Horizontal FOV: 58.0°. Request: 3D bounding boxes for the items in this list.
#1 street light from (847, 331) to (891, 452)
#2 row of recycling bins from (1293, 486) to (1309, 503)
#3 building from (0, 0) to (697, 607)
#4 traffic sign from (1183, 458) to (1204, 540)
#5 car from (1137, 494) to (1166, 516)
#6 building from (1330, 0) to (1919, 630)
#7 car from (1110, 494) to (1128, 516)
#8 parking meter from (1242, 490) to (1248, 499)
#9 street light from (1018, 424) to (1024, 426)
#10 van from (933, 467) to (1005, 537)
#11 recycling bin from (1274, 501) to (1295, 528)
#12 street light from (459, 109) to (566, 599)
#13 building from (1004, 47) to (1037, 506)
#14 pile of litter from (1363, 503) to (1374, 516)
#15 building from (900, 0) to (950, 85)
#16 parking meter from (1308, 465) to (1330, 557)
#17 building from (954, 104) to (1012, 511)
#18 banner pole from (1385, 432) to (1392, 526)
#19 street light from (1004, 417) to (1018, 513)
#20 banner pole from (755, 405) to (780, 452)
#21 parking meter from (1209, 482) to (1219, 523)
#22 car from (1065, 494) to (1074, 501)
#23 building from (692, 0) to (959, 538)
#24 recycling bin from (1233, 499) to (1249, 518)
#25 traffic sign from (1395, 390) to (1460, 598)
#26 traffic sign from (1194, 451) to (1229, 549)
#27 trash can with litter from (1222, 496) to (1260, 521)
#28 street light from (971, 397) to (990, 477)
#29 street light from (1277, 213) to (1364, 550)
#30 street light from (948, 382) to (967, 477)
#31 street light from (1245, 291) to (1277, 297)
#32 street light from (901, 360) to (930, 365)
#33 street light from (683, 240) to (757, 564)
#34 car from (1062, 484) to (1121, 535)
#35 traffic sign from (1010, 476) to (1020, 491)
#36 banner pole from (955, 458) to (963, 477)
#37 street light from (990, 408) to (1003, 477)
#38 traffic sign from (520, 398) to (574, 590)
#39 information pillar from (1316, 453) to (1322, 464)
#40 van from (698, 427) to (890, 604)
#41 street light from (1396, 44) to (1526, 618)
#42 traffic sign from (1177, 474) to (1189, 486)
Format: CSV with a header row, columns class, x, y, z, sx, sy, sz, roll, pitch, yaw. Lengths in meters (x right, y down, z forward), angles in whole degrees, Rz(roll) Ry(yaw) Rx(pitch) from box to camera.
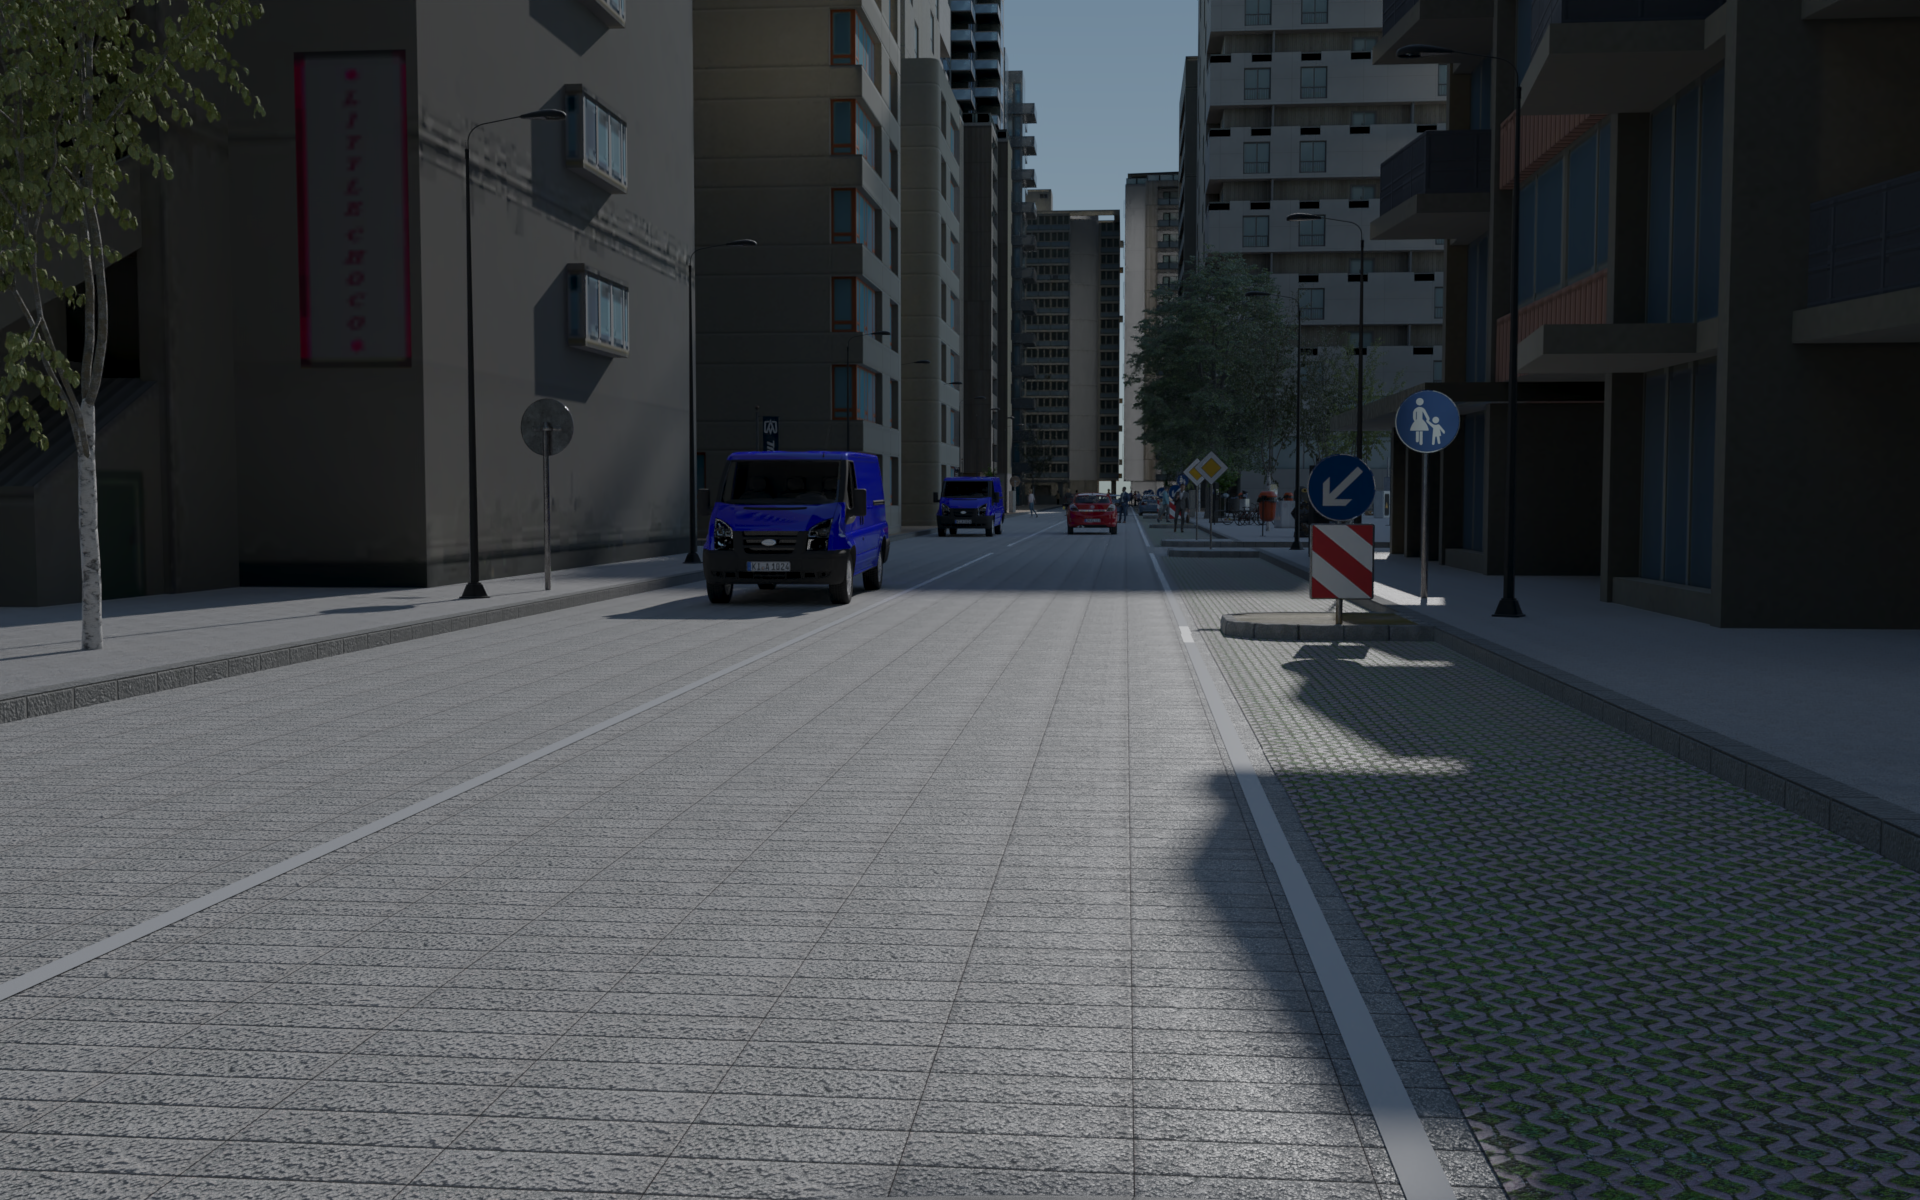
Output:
class,x,y,z,sx,sy,sz,roll,pitch,yaw
street light,-2.663,-4.706,49.488,1.470,5.913,1.316,0,4,5
row of recycling bins,19.243,-5.112,90.692,3.534,1.692,1.069,1,4,16
building,-17.306,-24.695,27.462,21.600,48.544,21.300,0,4,5
traffic sign,6.576,-2.719,48.091,0.795,2.450,0.064,0,4,5
car,12.723,-6.288,114.813,2.014,1.417,4.499,0,4,5
building,17.637,-22.503,22.553,22.147,44.769,28.867,0,4,5
car,10.286,-6.318,115.298,2.014,1.417,4.499,0,4,6
parking meter,18.050,-6.192,109.654,0.372,1.533,0.369,0,3,0
street light,3.545,-8.713,114.994,1.470,5.913,1.316,0,4,5
van,0.381,-3.396,59.902,2.240,2.365,5.245,0,4,6
recycling bin,12.295,-3.223,65.252,0.722,1.027,0.722,-1,4,-11
street light,-5.446,-2.971,21.121,1.470,5.913,1.316,0,4,5
building,-7.165,-34.740,187.607,30.456,49.044,23.786,0,4,5
pile of litter,24.574,-5.465,103.311,1.719,0.858,1.176,-3,4,-39
building,-14.996,-31.559,105.221,28.713,52.752,27.495,0,4,5
parking meter,7.328,-1.808,35.276,0.399,1.863,0.255,-1,4,-19
building,-3.511,-22.034,131.962,14.160,30.474,14.107,0,4,5
banner pole,17.476,-4.897,70.077,0.401,3.779,0.863,0,4,5
street light,2.569,-8.054,104.223,1.470,5.913,1.316,0,4,5
banner pole,-5.489,-3.600,48.878,0.863,3.779,0.401,-1,4,-19
parking meter,11.238,-4.335,76.591,0.399,1.863,0.255,3,5,45
car,11.351,-9.907,171.013,2.155,1.783,4.494,0,4,4
building,-15.164,-13.439,64.770,27.650,21.520,28.899,0,4,5
recycling bin,15.022,-4.895,92.595,0.722,1.027,0.722,2,4,28
traffic sign,5.727,-1.295,21.284,0.768,2.556,0.104,1,4,12
traffic sign,5.817,-2.232,40.142,0.795,2.450,0.064,0,4,5
trash can with litter,13.558,-4.408,83.122,2.233,1.210,1.678,0,4,-4
street light,0.520,-6.733,82.618,1.470,5.913,1.316,0,4,5
street light,6.098,-3.439,28.772,1.470,5.913,1.316,0,4,5
street light,-0.593,-6.063,71.675,1.470,5.913,1.316,0,4,5
street light,7.217,-4.111,39.754,1.470,5.913,1.316,0,4,5
street light,-1.724,-5.364,60.244,1.470,5.913,1.316,0,4,5
street light,-4.408,-3.626,31.823,1.470,5.913,1.316,0,4,5
car,4.779,-3.288,62.806,2.155,1.783,4.494,0,4,4
traffic sign,3.821,-7.374,120.664,0.768,2.556,0.104,1,4,13
banner pole,-0.076,-8.045,121.560,0.863,3.779,0.401,0,4,7
street light,1.455,-7.400,93.529,1.470,5.913,1.316,0,4,5
traffic sign,-5.508,-1.405,23.071,0.768,2.556,0.104,1,4,13
information pillar,20.546,-6.589,99.091,0.183,3.616,0.504,-3,4,-37
van,-2.229,-1.224,24.399,2.240,2.365,5.245,0,4,4
street light,5.211,-2.782,18.032,1.470,5.913,1.316,0,4,5
traffic sign,14.443,-6.866,112.371,0.768,2.556,0.104,1,4,9
